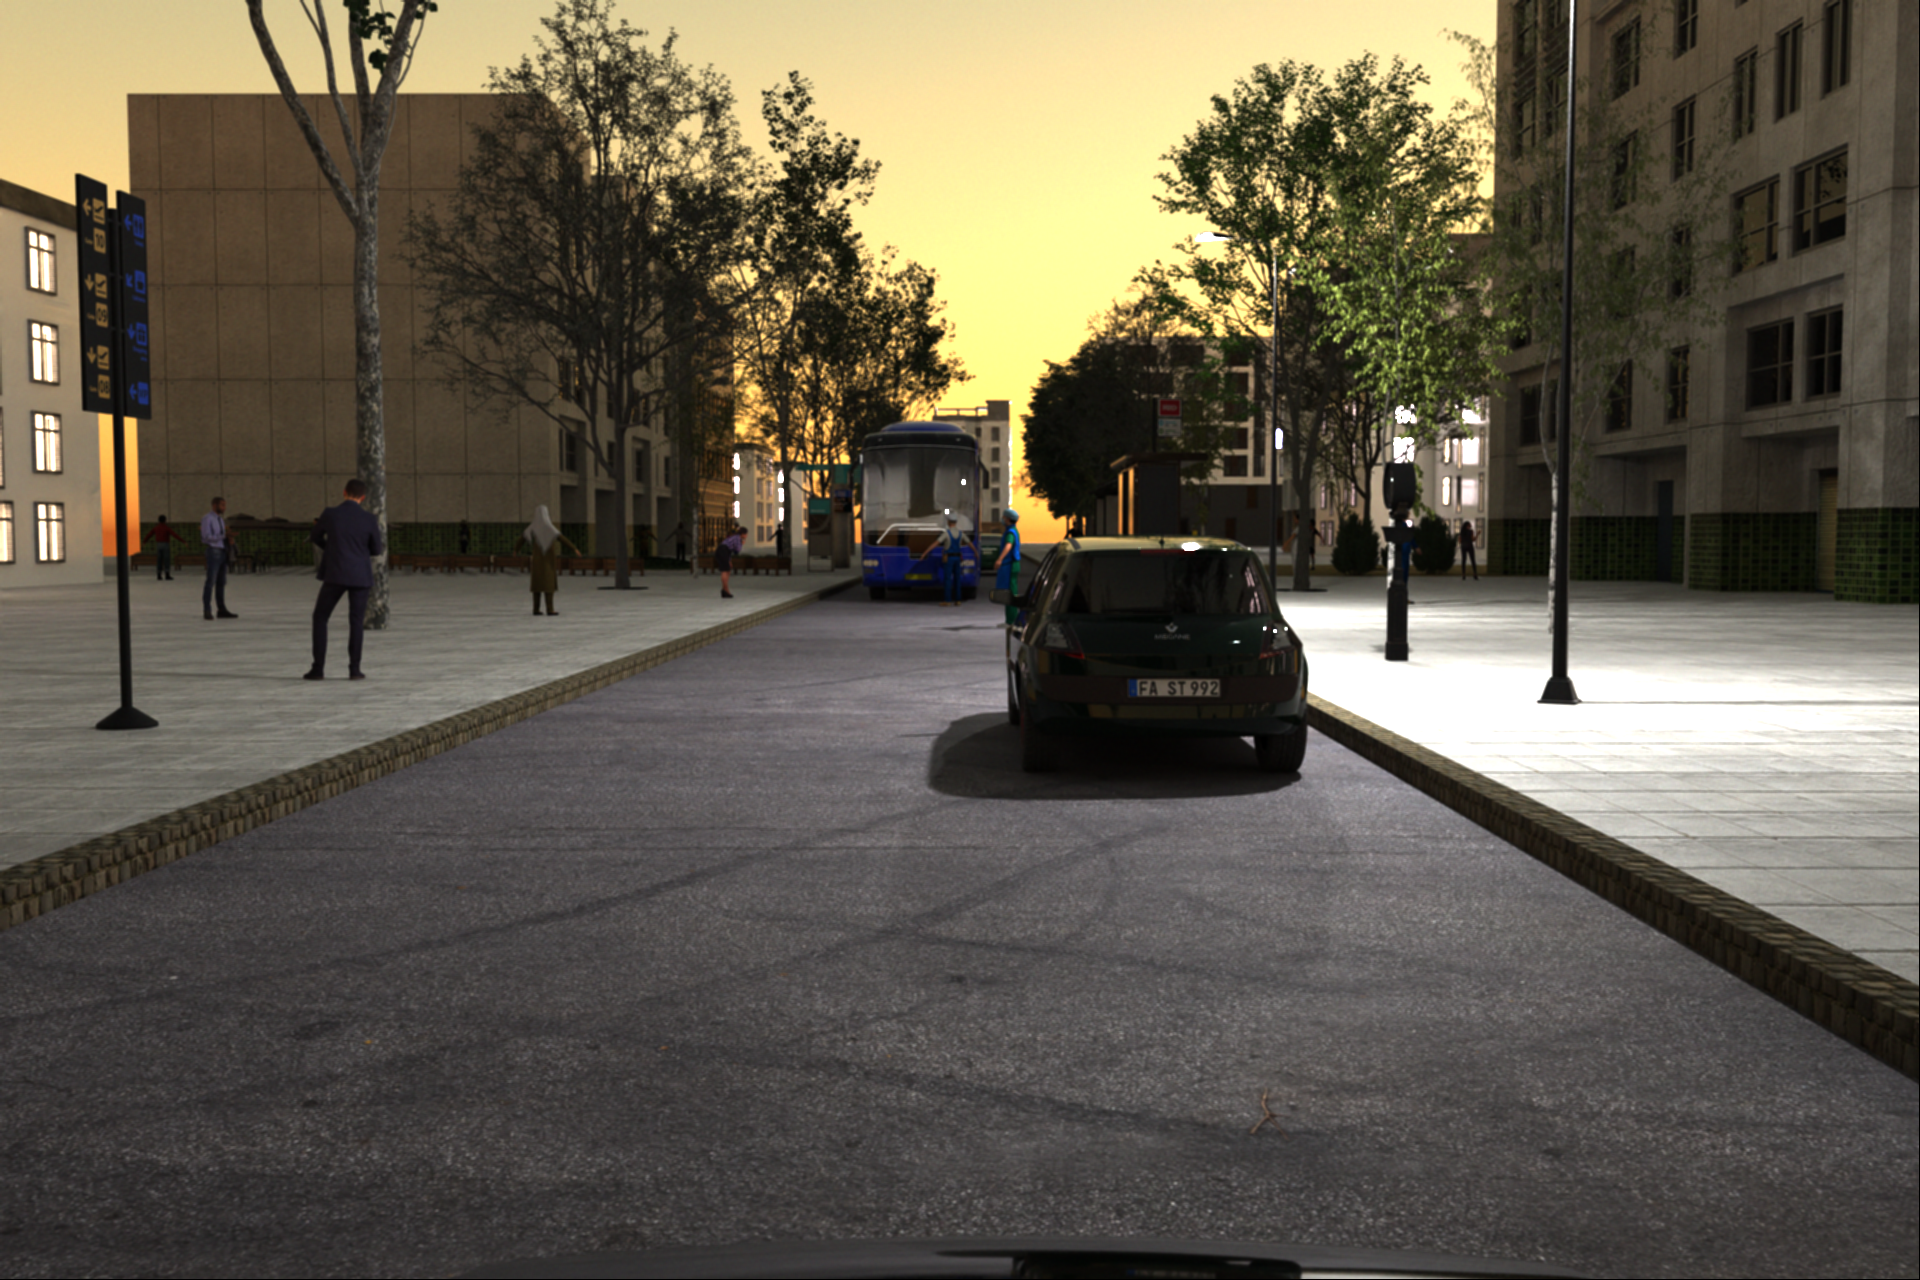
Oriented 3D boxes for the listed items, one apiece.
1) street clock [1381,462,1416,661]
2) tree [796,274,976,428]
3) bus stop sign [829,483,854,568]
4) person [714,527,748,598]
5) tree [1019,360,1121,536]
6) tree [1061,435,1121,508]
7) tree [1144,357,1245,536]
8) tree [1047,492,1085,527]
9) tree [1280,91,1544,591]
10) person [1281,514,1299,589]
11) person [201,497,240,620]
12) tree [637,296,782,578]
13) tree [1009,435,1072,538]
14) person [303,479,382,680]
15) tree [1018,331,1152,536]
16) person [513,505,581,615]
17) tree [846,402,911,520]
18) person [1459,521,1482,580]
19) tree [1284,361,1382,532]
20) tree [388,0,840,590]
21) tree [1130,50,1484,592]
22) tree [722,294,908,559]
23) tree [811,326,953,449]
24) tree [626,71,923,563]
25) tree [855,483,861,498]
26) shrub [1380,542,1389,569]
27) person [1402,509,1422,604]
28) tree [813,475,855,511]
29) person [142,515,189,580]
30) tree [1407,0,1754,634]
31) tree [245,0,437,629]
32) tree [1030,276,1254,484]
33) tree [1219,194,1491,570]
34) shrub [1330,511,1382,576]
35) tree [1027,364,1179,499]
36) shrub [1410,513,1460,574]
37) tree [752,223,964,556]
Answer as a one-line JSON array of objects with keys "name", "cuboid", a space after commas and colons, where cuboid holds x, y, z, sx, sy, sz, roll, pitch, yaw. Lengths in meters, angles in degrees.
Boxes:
[{"name": "street clock", "cuboid": [4.434, -0.793, 17.528, 0.358, 2.002, 0.471, 0, 4, 0]}, {"name": "tree", "cuboid": [-4.618, -16.445, 124.766, 12.611, 20.169, 13.585, 0, 3, 0]}, {"name": "bus stop sign", "cuboid": [-4.431, -4.646, 64.977, 0.837, 3.901, 0.837, 0, 4, 2]}, {"name": "person", "cuboid": [-4.595, -1.561, 34.799, 0.697, 1.427, 0.421, -2, 4, -28]}, {"name": "tree", "cuboid": [8.790, -13.386, 125.513, 9.857, 13.997, 8.962, 0, 3, 0]}, {"name": "tree", "cuboid": [8.073, -9.271, 101.950, 4.737, 8.622, 4.395, 0, 3, 0]}, {"name": "tree", "cuboid": [9.783, -7.391, 71.209, 4.737, 8.622, 4.395, 0, 3, 0]}, {"name": "tree", "cuboid": [8.903, -11.401, 136.762, 4.737, 8.622, 4.395, 0, 3, 0]}, {"name": "tree", "cuboid": [7.696, -4.849, 29.637, 4.737, 8.622, 4.395, 0, 3, 0]}, {"name": "person", "cuboid": [7.553, -1.973, 39.029, 0.721, 1.739, 1.217, 2, 4, 35]}, {"name": "person", "cuboid": [-11.093, -1.236, 26.119, 0.599, 1.838, 0.709, 0, 4, 4]}, {"name": "tree", "cuboid": [-7.868, -6.086, 49.871, 4.360, 8.622, 3.978, 0, 3, 0]}, {"name": "tree", "cuboid": [9.634, -14.854, 153.229, 12.009, 13.543, 11.850, 0, 3, 0]}, {"name": "person", "cuboid": [-5.484, -0.543, 15.368, 0.683, 1.767, 0.568, -1, 4, -20]}, {"name": "tree", "cuboid": [8.161, -12.461, 110.396, 9.857, 13.997, 8.962, 0, 3, 0]}, {"name": "person", "cuboid": [-6.554, -1.263, 27.422, 1.217, 1.736, 0.721, 1, 4, 19]}, {"name": "tree", "cuboid": [-6.426, -13.928, 145.846, 7.486, 12.596, 7.792, 0, 3, 0]}, {"name": "person", "cuboid": [14.234, -2.498, 48.359, 0.593, 1.643, 0.415, 0, 4, -7]}, {"name": "tree", "cuboid": [15.865, -7.375, 70.941, 4.360, 8.622, 3.978, 0, 3, 0]}, {"name": "tree", "cuboid": [-7.984, -7.916, 39.804, 12.009, 13.543, 11.850, 0, 3, 0]}, {"name": "tree", "cuboid": [7.643, -6.887, 38.362, 9.928, 11.665, 9.643, 0, 3, 0]}, {"name": "tree", "cuboid": [-7.166, -10.937, 89.184, 12.009, 13.543, 11.850, 0, 3, 0]}, {"name": "tree", "cuboid": [-7.561, -18.496, 158.298, 12.611, 20.169, 13.585, 0, 3, 0]}, {"name": "tree", "cuboid": [-8.058, -13.315, 73.586, 12.611, 20.169, 13.585, 0, 3, 0]}, {"name": "tree", "cuboid": [-6.281, -11.425, 137.168, 4.737, 8.622, 4.395, 0, 3, 0]}, {"name": "shrub", "cuboid": [15.670, -3.149, 62.599, 1.383, 1.207, 1.383, 0, 3, 0]}, {"name": "person", "cuboid": [8.105, -1.574, 31.620, 0.705, 1.842, 1.347, 2, 4, 33]}, {"name": "tree", "cuboid": [-18.384, -19.038, 245.688, 7.601, 10.594, 8.767, -1, 4, -9]}, {"name": "person", "cuboid": [-22.332, -2.597, 48.574, 1.345, 1.816, 0.704, 0, 4, 4]}, {"name": "tree", "cuboid": [7.442, -4.391, 22.147, 4.360, 8.622, 3.978, 0, 3, 0]}, {"name": "tree", "cuboid": [-9.411, -10.211, 22.841, 12.611, 20.169, 13.585, 0, 3, 0]}, {"name": "tree", "cuboid": [8.557, -10.443, 81.117, 12.009, 13.543, 11.850, 0, 3, 0]}, {"name": "tree", "cuboid": [14.501, -9.262, 61.803, 12.009, 13.543, 11.850, 0, 3, 0]}, {"name": "shrub", "cuboid": [12.211, -2.999, 53.454, 1.690, 2.028, 1.600, 0, 3, 0]}, {"name": "tree", "cuboid": [8.118, -9.791, 94.493, 8.767, 10.594, 7.601, 0, 4, -7]}, {"name": "shrub", "cuboid": [15.086, -3.109, 55.254, 1.690, 2.028, 1.600, 0, 3, 0]}, {"name": "tree", "cuboid": [-6.084, -15.182, 104.117, 12.611, 20.169, 13.585, 0, 3, 0]}]
